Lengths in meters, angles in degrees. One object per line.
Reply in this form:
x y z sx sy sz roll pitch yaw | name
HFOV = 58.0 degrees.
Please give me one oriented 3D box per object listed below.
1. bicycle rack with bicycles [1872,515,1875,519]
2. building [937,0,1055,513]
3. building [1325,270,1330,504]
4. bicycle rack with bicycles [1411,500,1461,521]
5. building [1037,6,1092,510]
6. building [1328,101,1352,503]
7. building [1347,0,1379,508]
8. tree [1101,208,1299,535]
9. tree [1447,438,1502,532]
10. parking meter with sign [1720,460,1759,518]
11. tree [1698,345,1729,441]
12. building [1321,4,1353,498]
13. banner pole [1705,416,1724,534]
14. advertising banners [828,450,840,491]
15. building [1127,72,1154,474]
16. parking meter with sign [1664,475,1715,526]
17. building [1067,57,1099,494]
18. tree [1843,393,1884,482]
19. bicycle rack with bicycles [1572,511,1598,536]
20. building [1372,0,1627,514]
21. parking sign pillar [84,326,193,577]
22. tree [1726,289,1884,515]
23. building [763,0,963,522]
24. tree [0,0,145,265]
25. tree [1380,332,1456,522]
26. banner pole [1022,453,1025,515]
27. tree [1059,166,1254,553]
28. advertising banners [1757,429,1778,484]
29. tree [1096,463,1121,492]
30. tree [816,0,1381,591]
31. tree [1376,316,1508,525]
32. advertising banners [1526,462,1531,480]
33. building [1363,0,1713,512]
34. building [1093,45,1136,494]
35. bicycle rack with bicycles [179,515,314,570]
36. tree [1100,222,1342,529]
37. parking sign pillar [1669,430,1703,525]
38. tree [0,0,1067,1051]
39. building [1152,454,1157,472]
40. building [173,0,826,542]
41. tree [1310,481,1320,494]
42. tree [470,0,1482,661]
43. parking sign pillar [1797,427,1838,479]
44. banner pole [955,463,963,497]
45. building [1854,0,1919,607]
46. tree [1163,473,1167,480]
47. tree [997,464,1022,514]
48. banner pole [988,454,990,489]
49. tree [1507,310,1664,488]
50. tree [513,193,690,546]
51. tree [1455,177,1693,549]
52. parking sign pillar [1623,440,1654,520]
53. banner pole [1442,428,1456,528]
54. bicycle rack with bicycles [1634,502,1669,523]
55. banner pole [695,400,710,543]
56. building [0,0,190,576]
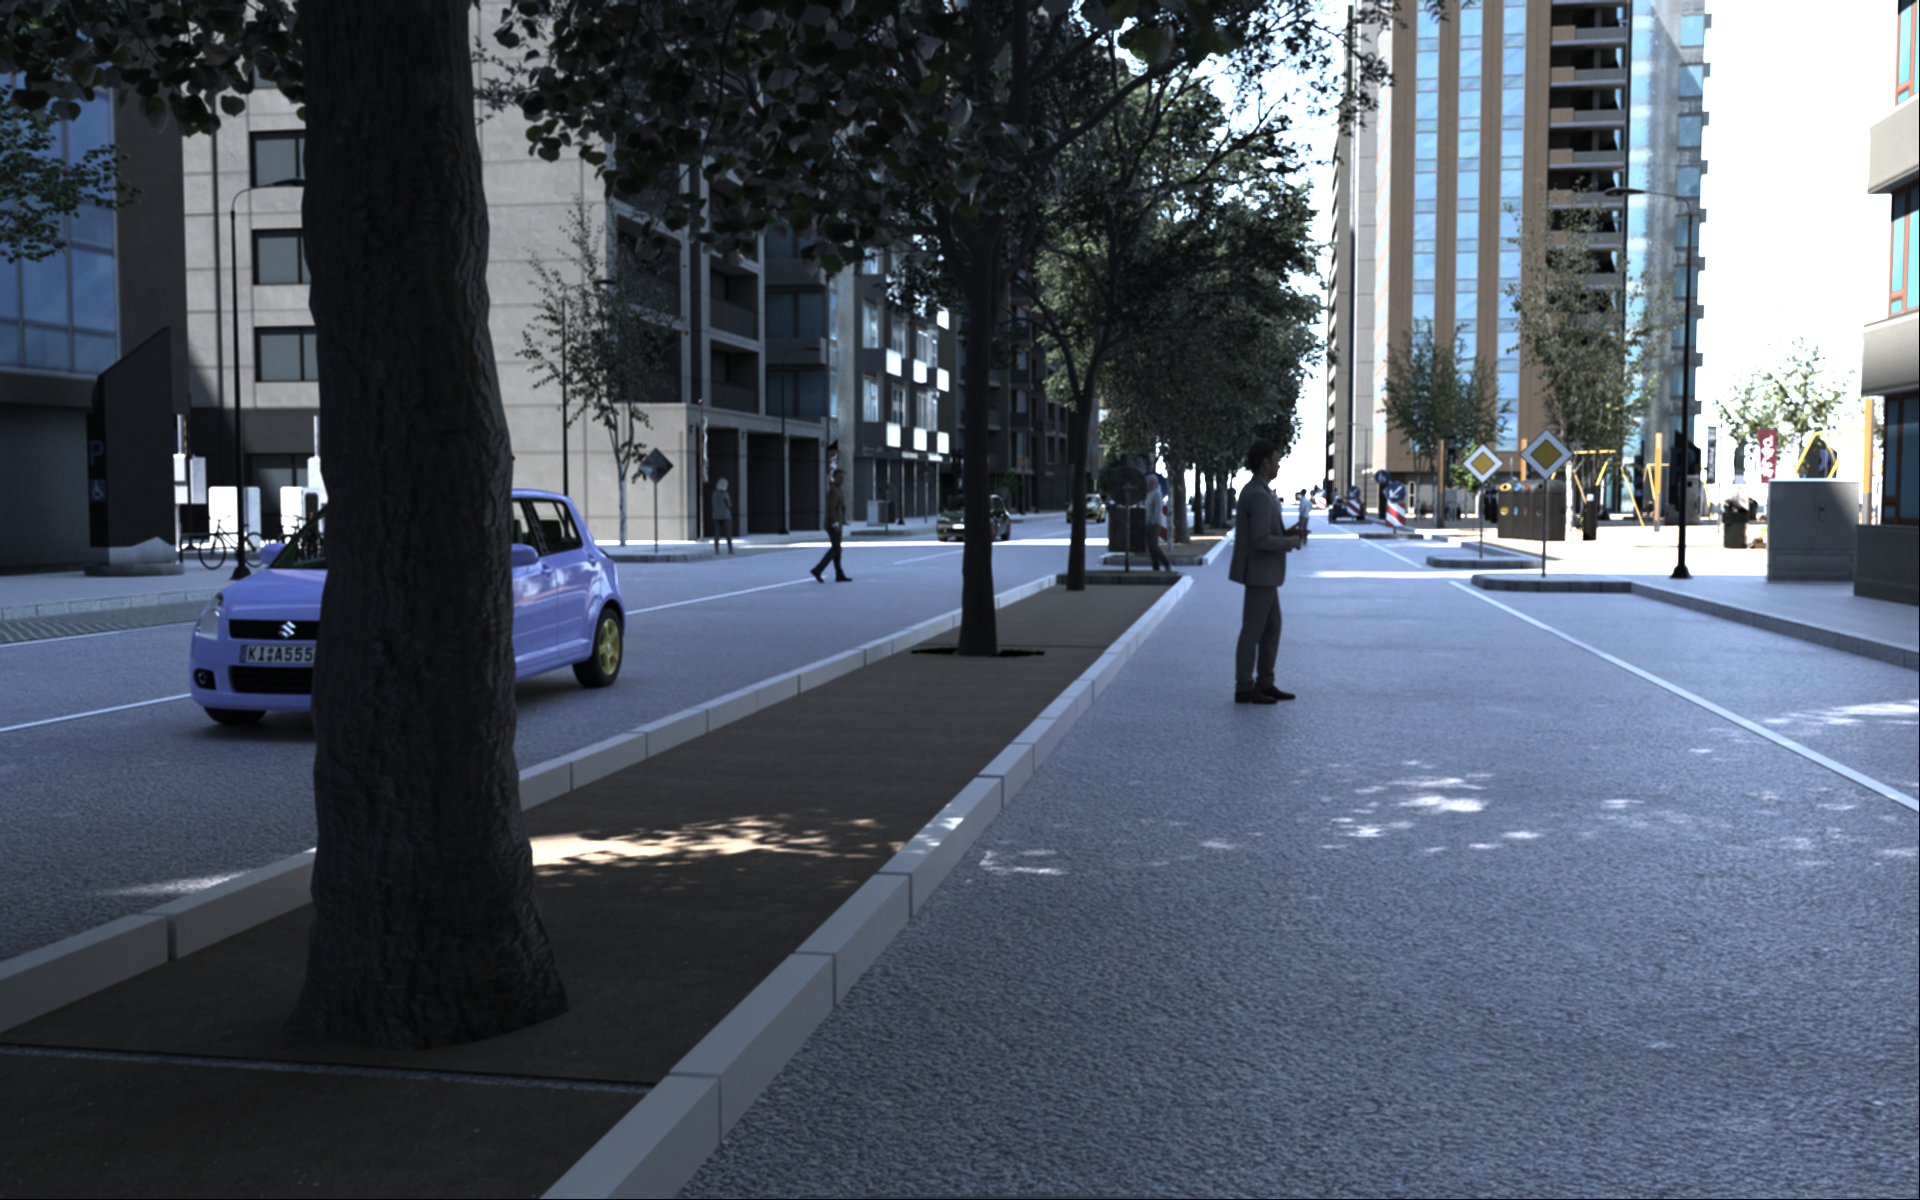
31.333 -2.641 56.568 2.925 0.926 2.852 1 4 13 | bicycle rack with bicycles
-4.907 -28.932 127.660 22.147 44.769 28.867 1 4 10 | building
53.967 -27.535 221.895 14.160 30.474 14.107 1 4 10 | building
23.047 -4.297 83.631 2.852 0.926 2.925 1 4 16 | bicycle rack with bicycles
0.971 -43.586 150.891 20.563 71.187 20.611 1 4 10 | building
54.613 -35.439 203.128 21.300 48.544 21.600 1 4 10 | building
48.005 -38.115 165.181 21.231 58.520 28.212 1 4 10 | building
8.360 -8.127 61.087 9.928 11.665 9.643 0 3 0 | tree
17.498 -3.963 59.402 1.663 3.219 1.824 0 3 0 | tree
40.267 -5.704 89.513 1.738 3.016 0.543 3 5 43 | parking meter with sign
36.468 -7.956 80.441 4.737 8.622 4.395 0 3 0 | tree
63.751 -49.754 251.721 20.563 71.187 20.611 1 4 10 | building
24.274 -4.017 55.702 0.863 3.779 0.401 -2 4 -25 | banner pole
-5.709 -4.455 69.032 2.074 3.025 0.090 -2 4 -28 | advertising banners
15.066 -42.570 238.024 21.231 58.520 28.212 1 4 10 | building
29.289 -4.486 69.607 1.738 3.016 0.543 1 4 13 | parking meter with sign
6.003 -31.702 168.433 14.600 45.320 14.200 1 4 10 | building
45.797 -8.229 84.899 4.360 8.622 3.978 0 3 0 | tree
18.213 -2.457 53.557 2.925 0.926 2.852 0 4 4 | bicycle rack with bicycles
35.167 -28.426 114.882 14.600 45.320 14.200 1 4 10 | building
-13.121 -2.382 27.419 1.447 3.967 1.447 2 4 23 | parking sign pillar
30.783 -6.887 62.970 4.737 8.622 4.395 0 3 0 | tree
-13.011 -28.809 90.641 23.786 49.044 30.456 1 4 10 | building
-12.228 -5.637 17.913 9.928 11.665 9.643 0 3 0 | tree
20.840 -7.803 77.941 4.360 8.622 3.978 0 3 0 | tree
3.856 -7.060 105.452 0.401 3.779 0.863 0 4 -8 | banner pole
4.170 -5.149 36.998 4.360 8.622 3.978 0 3 0 | tree
22.317 -3.056 46.155 2.074 3.025 0.090 2 4 30 | advertising banners
17.205 -12.430 186.939 4.285 4.588 4.351 0 3 0 | tree
1.631 -5.391 25.007 8.767 10.594 7.601 1 4 10 | tree
19.291 -7.356 70.634 4.737 8.622 4.395 0 3 0 | tree
30.658 -5.830 91.509 2.074 3.025 0.090 3 4 37 | advertising banners
44.498 -31.568 135.748 23.786 49.044 30.456 1 4 10 | building
6.766 -38.014 210.762 28.713 52.752 27.495 1 4 10 | building
-11.842 -1.003 29.786 2.852 0.926 2.925 1 4 11 | bicycle rack with bicycles
10.706 -9.267 70.980 9.611 12.733 9.660 0 3 0 | tree
30.164 -5.111 72.043 1.447 3.967 1.447 -2 4 -26 | parking sign pillar
-1.444 -5.817 4.222 9.857 13.997 8.962 0 3 0 | tree
22.129 -37.231 258.833 14.600 45.320 14.200 1 4 10 | building
-15.588 -37.809 56.427 20.563 71.187 20.611 1 4 10 | building
49.065 -14.952 239.065 1.663 3.219 1.824 0 3 0 | tree
0.152 -6.258 15.138 12.009 13.543 11.850 0 3 0 | tree
33.702 -4.916 68.854 1.447 3.967 1.447 -3 5 -45 | parking sign pillar
-0.088 -7.480 112.309 0.863 3.779 0.401 -3 5 -43 | banner pole
22.382 -9.761 4.631 27.650 21.520 28.899 1 4 10 | building
31.562 -17.490 269.679 4.285 4.588 4.351 0 3 0 | tree
3.254 -7.059 110.022 1.663 3.219 1.824 0 3 0 | tree
1.300 -6.477 95.921 0.863 3.779 0.401 -3 4 -37 | banner pole
25.119 -7.218 68.379 4.737 8.622 4.395 0 3 0 | tree
-8.397 -5.606 42.013 4.360 8.622 3.978 0 3 0 | tree
14.361 -5.496 40.227 4.360 8.622 3.978 0 3 0 | tree
33.712 -5.964 85.981 1.447 3.967 1.447 1 4 21 | parking sign pillar
18.487 -4.621 65.576 0.401 3.779 0.863 -1 4 -22 | banner pole
32.077 -3.985 78.542 2.925 0.926 2.852 0 4 -6 | bicycle rack with bicycles
-6.827 -3.434 46.169 0.401 3.779 0.863 0 4 7 | banner pole
-21.987 -22.883 24.251 14.200 45.320 14.600 1 4 10 | building
